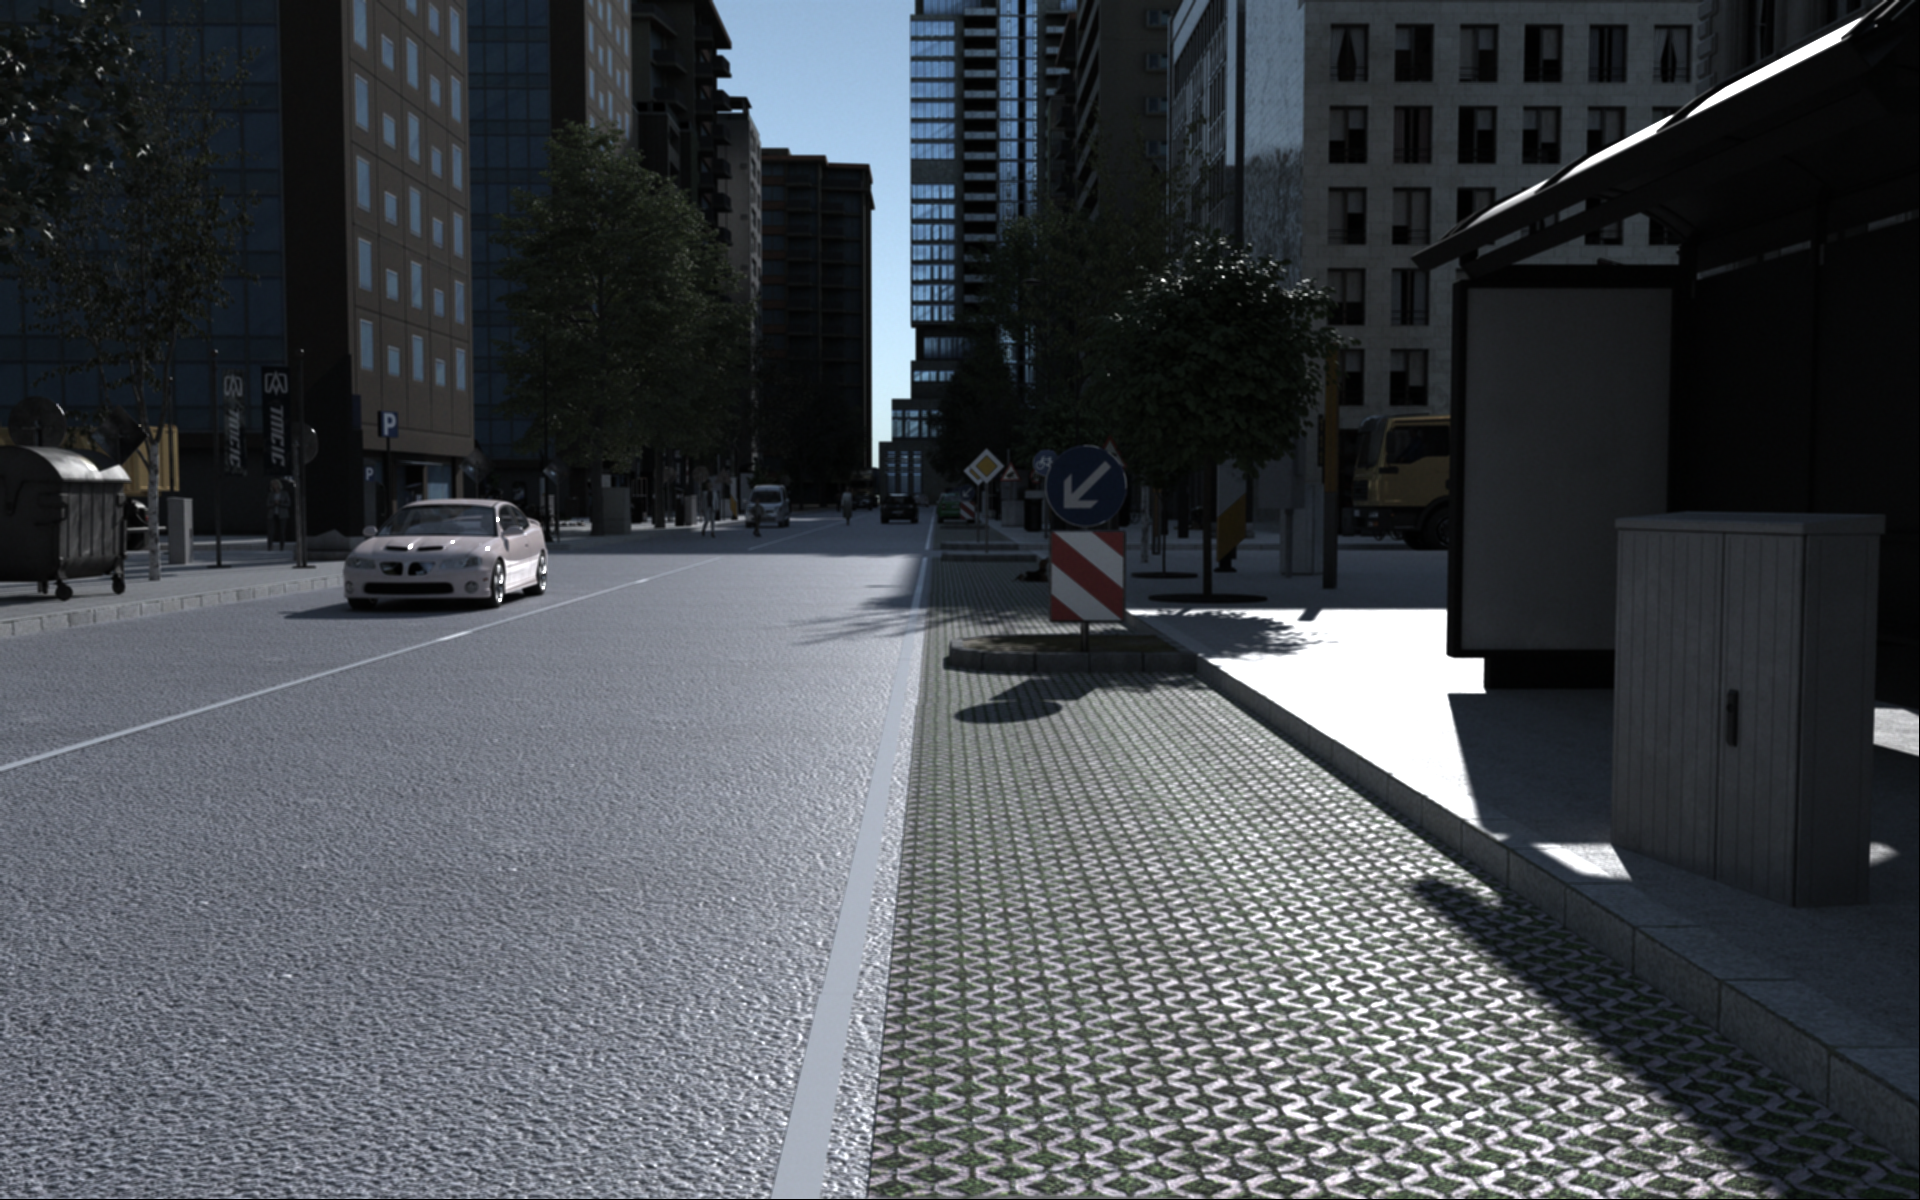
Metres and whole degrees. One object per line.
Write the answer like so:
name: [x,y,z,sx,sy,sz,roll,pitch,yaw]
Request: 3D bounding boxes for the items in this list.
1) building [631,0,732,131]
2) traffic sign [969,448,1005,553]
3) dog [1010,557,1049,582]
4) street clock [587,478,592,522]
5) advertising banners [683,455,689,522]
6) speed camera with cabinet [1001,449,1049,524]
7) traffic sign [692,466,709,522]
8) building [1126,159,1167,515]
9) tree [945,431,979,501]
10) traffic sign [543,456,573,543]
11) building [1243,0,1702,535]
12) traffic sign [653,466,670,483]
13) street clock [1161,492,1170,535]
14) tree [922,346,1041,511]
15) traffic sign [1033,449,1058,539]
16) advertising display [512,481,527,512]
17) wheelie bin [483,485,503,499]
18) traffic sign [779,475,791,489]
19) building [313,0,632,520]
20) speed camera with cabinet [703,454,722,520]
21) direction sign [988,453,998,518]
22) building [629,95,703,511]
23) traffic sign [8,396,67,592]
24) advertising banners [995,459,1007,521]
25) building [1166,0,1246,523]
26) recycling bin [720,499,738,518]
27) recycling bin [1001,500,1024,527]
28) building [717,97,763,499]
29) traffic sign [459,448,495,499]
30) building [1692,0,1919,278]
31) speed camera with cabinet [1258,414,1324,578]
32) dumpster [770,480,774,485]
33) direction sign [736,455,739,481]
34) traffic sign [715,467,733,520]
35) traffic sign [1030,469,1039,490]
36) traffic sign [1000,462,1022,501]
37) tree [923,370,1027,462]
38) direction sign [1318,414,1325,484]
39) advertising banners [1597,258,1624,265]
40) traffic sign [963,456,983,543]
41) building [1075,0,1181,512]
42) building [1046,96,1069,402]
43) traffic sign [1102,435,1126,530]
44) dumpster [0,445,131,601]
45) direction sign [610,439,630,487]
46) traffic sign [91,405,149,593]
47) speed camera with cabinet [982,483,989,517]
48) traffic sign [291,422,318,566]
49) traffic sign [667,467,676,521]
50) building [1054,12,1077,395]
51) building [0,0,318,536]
building: [-31.553,-30.275,149.625,22.147,44.769,28.867,0,4,-1]
traffic sign: [0.578,-2.081,37.675,0.795,2.450,0.064,0,4,-1]
dog: [1.209,-0.491,28.225,0.550,0.427,0.748,-3,5,-40]
street clock: [-16.644,-4.515,78.395,0.358,2.002,0.471,-3,5,-42]
advertising banners: [-12.575,-5.055,78.830,0.090,3.025,2.074,-1,4,-21]
speed camera with cabinet: [2.835,-4.979,75.742,2.038,3.252,0.660,1,4,10]
traffic sign: [-11.722,-4.783,78.307,0.768,2.556,0.104,0,4,1]
building: [17.374,-17.401,103.592,14.460,24.649,34.723,0,4,-1]
tree: [1.543,-16.472,187.439,7.486,12.596,7.792,0,3,0]
traffic sign: [-10.567,-2.562,45.538,0.795,2.450,0.064,0,4,-1]
building: [18.934,-12.484,58.860,16.860,20.320,10.420,0,4,-1]
traffic sign: [-13.265,-4.707,77.062,0.768,2.556,0.104,0,4,4]
street clock: [6.423,-3.044,54.342,0.358,2.002,0.471,0,4,-7]
tree: [1.640,-13.124,131.582,9.611,12.733,9.660,0,3,0]
traffic sign: [2.460,-3.016,49.422,0.768,2.556,0.104,0,4,3]
advertising display: [-22.070,-4.989,86.791,0.974,1.923,0.123,3,4,38]
wheelie bin: [-16.428,-3.245,60.962,0.693,1.594,0.980,-1,4,-20]
traffic sign: [-11.563,-6.994,114.465,0.768,2.556,0.104,0,4,1]
building: [-26.953,-27.476,99.342,14.600,45.320,14.200,0,4,-1]
speed camera with cabinet: [-12.407,-5.650,86.707,0.660,3.252,2.038,-1,4,-20]
direction sign: [1.630,-6.266,94.449,0.876,3.537,0.379,0,4,4]
building: [-27.092,-21.780,127.809,14.160,30.474,14.107,0,4,-1]
traffic sign: [-12.005,-1.372,22.545,0.768,2.556,0.104,0,4,2]
advertising banners: [2.020,-5.406,84.575,0.090,3.025,2.074,1,4,16]
building: [16.402,-15.797,76.297,12.078,24.808,19.932,0,4,-1]
recycling bin: [-12.209,-4.828,91.497,0.722,1.027,0.722,-3,4,-37]
recycling bin: [2.106,-3.381,67.834,0.722,1.027,0.722,3,5,44]
building: [-27.961,-30.399,180.625,14.086,41.232,14.154,0,4,-1]
traffic sign: [-10.465,-2.074,37.554,0.795,2.450,0.064,0,4,-1]
building: [17.082,-11.632,19.055,11.050,23.489,19.941,0,4,-1]
speed camera with cabinet: [5.282,-2.013,27.241,0.660,3.252,2.038,2,4,29]
dumpster: [-13.465,-7.179,119.867,1.502,2.255,1.985,0,4,-1]
direction sign: [-13.171,-6.684,101.280,0.379,3.537,0.876,2,4,26]
traffic sign: [-11.507,-5.157,84.315,0.884,2.594,0.081,0,4,2]
traffic sign: [3.816,-5.207,85.239,0.768,2.556,0.104,0,4,7]
traffic sign: [2.058,-4.286,70.075,0.884,2.594,0.081,0,4,1]
tree: [1.821,-14.936,154.577,12.009,13.543,11.850,0,3,0]
direction sign: [10.390,-3.519,49.528,0.379,3.537,0.876,2,4,32]
advertising banners: [4.383,-0.999,12.515,0.090,3.025,2.074,3,5,41]
traffic sign: [0.476,-2.570,45.659,0.795,2.450,0.064,0,4,-1]
building: [20.326,-31.119,132.497,21.300,48.544,21.600,0,4,-1]
building: [16.004,-30.464,181.687,14.154,41.232,14.086,0,4,-1]
traffic sign: [3.281,-2.324,38.003,0.884,2.594,0.081,0,4,3]
dumpster: [-11.288,-0.960,21.453,1.264,1.857,1.865,0,4,-1]
direction sign: [-13.959,-4.845,71.212,0.876,3.537,0.379,-3,5,-40]
traffic sign: [-10.907,-1.303,22.496,0.795,2.450,0.064,0,4,7]
speed camera with cabinet: [1.628,-6.347,98.105,0.660,3.252,2.038,0,4,7]
traffic sign: [-11.745,-1.871,30.699,0.768,2.556,0.104,0,4,5]
traffic sign: [-13.506,-4.897,80.173,0.768,2.556,0.104,0,4,5]
building: [20.045,-30.801,158.214,22.147,44.769,28.867,0,4,-1]
building: [-25.638,-24.996,58.792,14.600,45.320,14.200,0,4,-1]
